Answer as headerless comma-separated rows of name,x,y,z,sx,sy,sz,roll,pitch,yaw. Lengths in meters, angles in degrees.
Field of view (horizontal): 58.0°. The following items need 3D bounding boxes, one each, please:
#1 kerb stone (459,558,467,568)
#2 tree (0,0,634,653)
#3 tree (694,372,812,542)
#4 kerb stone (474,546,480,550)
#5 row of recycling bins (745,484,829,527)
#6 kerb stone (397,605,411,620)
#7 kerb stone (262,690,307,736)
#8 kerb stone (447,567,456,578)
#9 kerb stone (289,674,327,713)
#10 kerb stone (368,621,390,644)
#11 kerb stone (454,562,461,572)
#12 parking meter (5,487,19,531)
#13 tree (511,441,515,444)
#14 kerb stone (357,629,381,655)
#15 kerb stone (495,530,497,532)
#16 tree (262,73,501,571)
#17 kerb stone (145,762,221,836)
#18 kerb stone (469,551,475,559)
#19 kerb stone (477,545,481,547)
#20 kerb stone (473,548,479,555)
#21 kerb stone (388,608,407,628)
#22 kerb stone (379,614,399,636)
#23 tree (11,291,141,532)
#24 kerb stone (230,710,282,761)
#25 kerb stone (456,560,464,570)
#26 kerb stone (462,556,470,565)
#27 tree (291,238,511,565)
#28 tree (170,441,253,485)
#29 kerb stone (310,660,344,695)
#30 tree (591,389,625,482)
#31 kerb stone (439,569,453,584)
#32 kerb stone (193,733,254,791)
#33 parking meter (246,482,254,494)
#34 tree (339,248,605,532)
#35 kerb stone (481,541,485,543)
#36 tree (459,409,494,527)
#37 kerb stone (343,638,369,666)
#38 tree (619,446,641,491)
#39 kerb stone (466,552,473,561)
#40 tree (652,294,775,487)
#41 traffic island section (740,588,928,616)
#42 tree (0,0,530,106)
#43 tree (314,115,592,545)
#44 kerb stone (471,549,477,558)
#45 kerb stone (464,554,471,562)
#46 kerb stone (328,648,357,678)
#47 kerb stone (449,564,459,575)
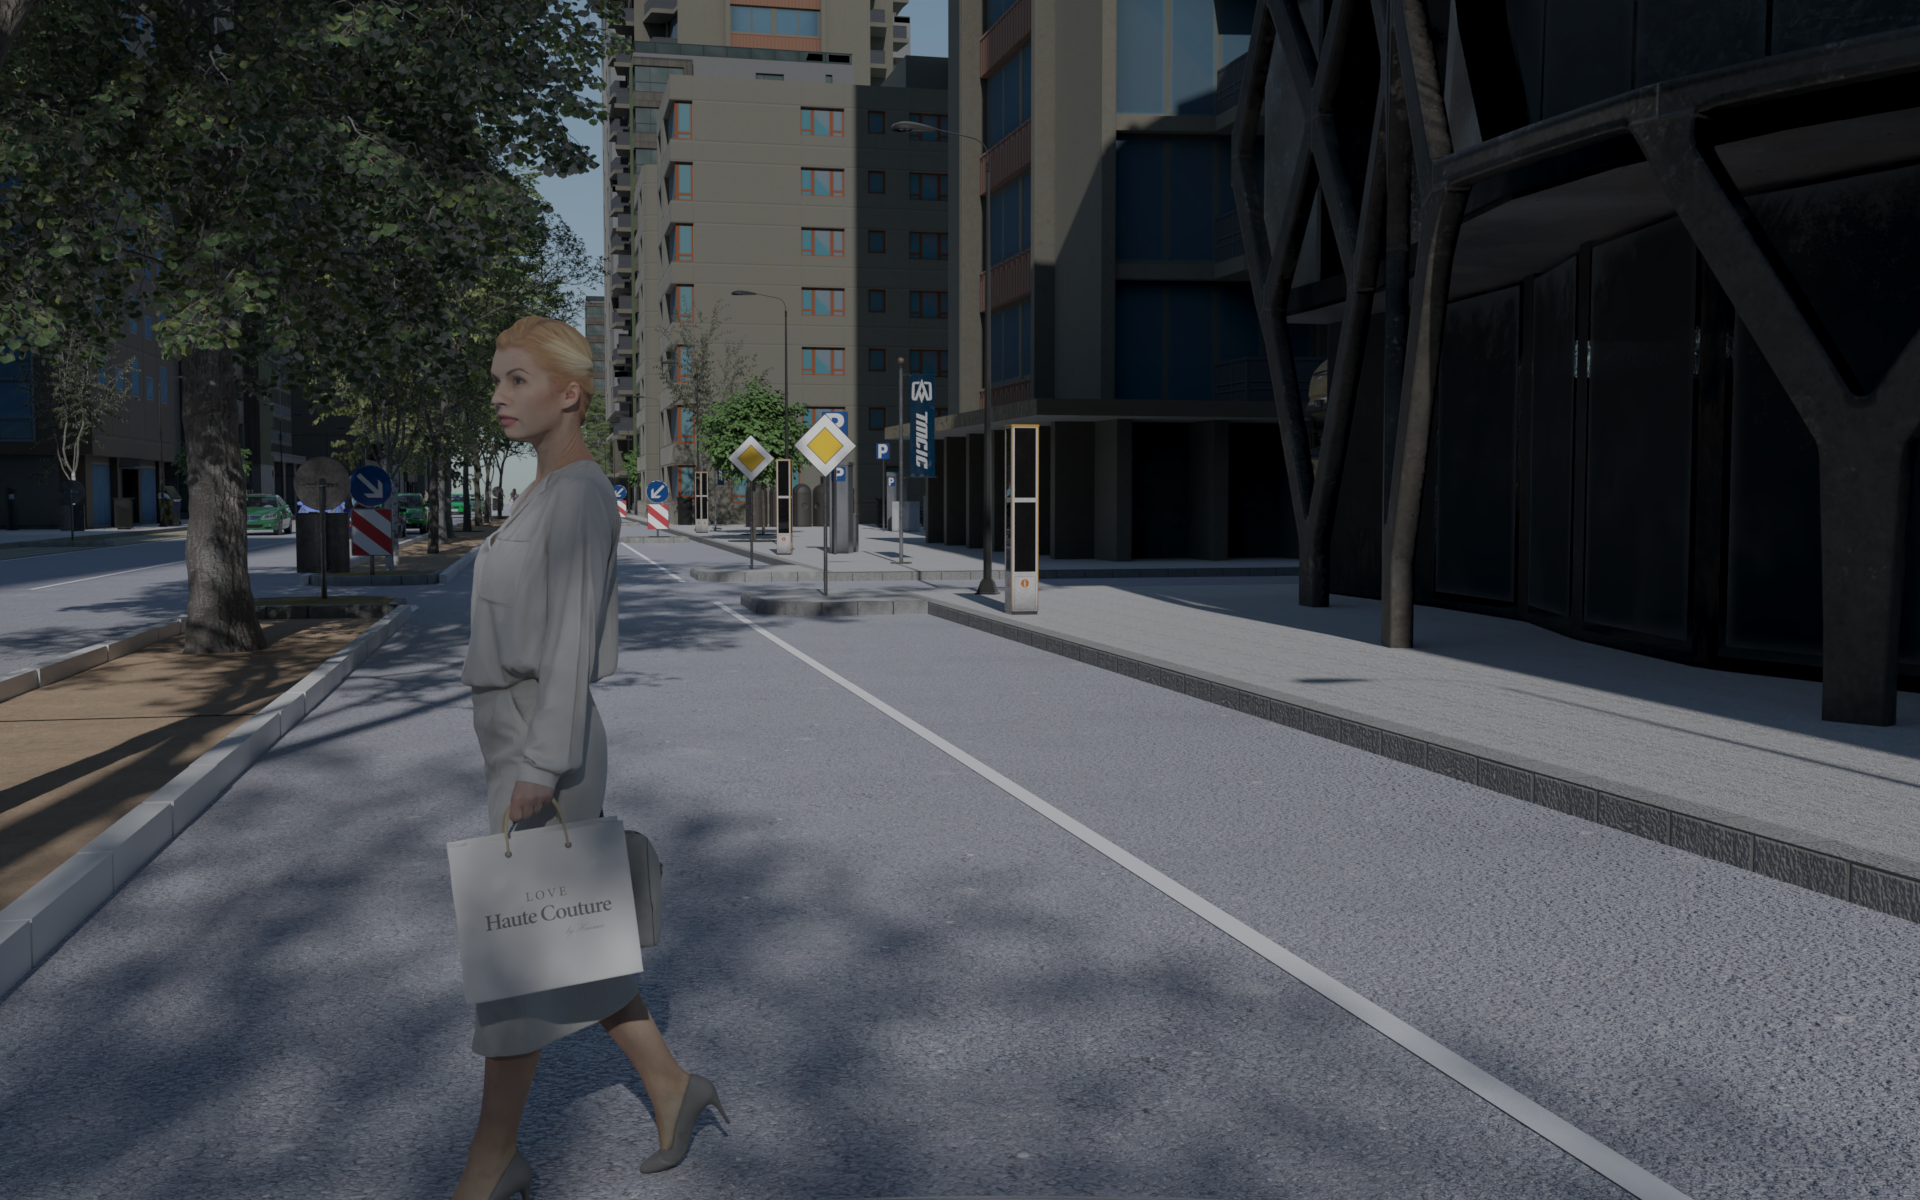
kerb stone,-9.564,-0.668,33.124,0.120,0.150,1.000,-1,4,-13
tree,-6.669,-6.493,15.268,9.857,13.997,8.962,0,3,0
tree,-5.477,-3.855,46.742,4.285,4.588,4.351,0,3,0
kerb stone,-11.244,-1.095,40.098,0.120,0.150,1.000,-1,4,-13
row of recycling bins,-6.606,-3.705,67.684,3.534,1.692,1.069,-1,4,-20
kerb stone,-6.336,0.160,19.669,0.120,0.150,1.000,-1,4,-13
kerb stone,-4.185,0.704,10.701,0.120,0.150,1.000,-1,4,-13
kerb stone,-8.614,-0.425,29.143,0.120,0.150,1.000,-1,4,-13
kerb stone,-4.418,0.642,11.699,0.120,0.150,1.000,-1,4,-13
kerb stone,-5.622,0.337,16.681,0.120,0.150,1.000,-1,4,-13
kerb stone,-9.096,-0.547,31.132,0.120,0.150,1.000,-1,4,-13
parking meter,-33.346,-3.211,60.914,0.372,1.533,0.369,0,3,0
tree,-24.947,-8.488,91.598,4.737,8.622,4.395,0,3,0
kerb stone,-5.381,0.399,15.688,0.120,0.150,1.000,-1,4,-13
kerb stone,-16.757,-2.498,63.039,0.120,0.150,1.000,-1,4,-13
tree,-9.956,-4.719,29.979,4.360,8.622,3.978,0,3,0
kerb stone,-3.461,0.887,7.713,0.120,0.150,1.000,-1,4,-13
kerb stone,-10.527,-0.912,37.114,0.120,0.150,1.000,-1,4,-13
kerb stone,-11.485,-1.156,41.092,0.120,0.150,1.000,-1,4,-13
kerb stone,-10.998,-1.034,39.106,0.120,0.150,1.000,-1,4,-13
kerb stone,-6.097,0.217,18.674,0.120,0.150,1.000,-1,4,-13
kerb stone,-5.857,0.276,17.676,0.120,0.150,1.000,-1,4,-13
tree,-30.326,-6.657,59.197,4.360,8.622,3.978,0,3,0
kerb stone,-3.950,0.765,9.703,0.120,0.150,1.000,-1,4,-13
kerb stone,-9.328,-0.605,32.130,0.120,0.150,1.000,-1,4,-13
kerb stone,-9.796,-0.724,34.121,0.120,0.150,1.000,-1,4,-13
tree,-11.394,-5.003,34.614,4.737,8.622,4.395,0,3,0
tree,-34.259,-5.837,79.152,4.285,4.588,4.351,0,3,0
kerb stone,-4.657,0.581,12.693,0.120,0.150,1.000,-1,4,-13
tree,-38.867,-16.416,186.521,7.486,12.596,7.792,0,3,0
kerb stone,-8.372,-0.361,28.150,0.120,0.150,1.000,-1,4,-13
kerb stone,-3.708,0.827,8.706,0.120,0.150,1.000,-1,4,-13
parking meter,-35.090,-4.886,85.599,0.255,1.863,0.399,0,4,4
tree,-18.613,-9.302,64.911,12.009,13.543,11.850,0,3,0
kerb stone,-12.195,-1.339,44.092,0.120,0.150,1.000,-1,4,-13
tree,-21.411,-9.059,76.320,9.928,11.665,9.643,0,3,0
kerb stone,-5.143,0.459,14.684,0.120,0.150,1.000,-1,4,-13
tree,-19.092,-7.463,105.737,4.285,4.588,4.351,0,3,0
kerb stone,-10.289,-0.852,36.118,0.120,0.150,1.000,-1,4,-13
tree,-9.381,-6.990,64.644,4.360,8.622,3.978,0,3,0
traffic island section,-1.674,0.026,21.853,2.009,0.180,2.903,-1,4,-13
tree,-4.323,-4.281,6.871,8.767,10.594,7.601,-1,4,-13
tree,-14.450,-7.796,48.042,7.486,12.596,7.792,0,3,0
kerb stone,-10.765,-0.973,38.111,0.120,0.150,1.000,-1,4,-13
kerb stone,-10.047,-0.787,35.125,0.120,0.150,1.000,-1,4,-13
kerb stone,-4.907,0.523,13.690,0.120,0.150,1.000,-1,4,-13
kerb stone,-8.852,-0.486,30.139,0.120,0.150,1.000,-1,4,-13
